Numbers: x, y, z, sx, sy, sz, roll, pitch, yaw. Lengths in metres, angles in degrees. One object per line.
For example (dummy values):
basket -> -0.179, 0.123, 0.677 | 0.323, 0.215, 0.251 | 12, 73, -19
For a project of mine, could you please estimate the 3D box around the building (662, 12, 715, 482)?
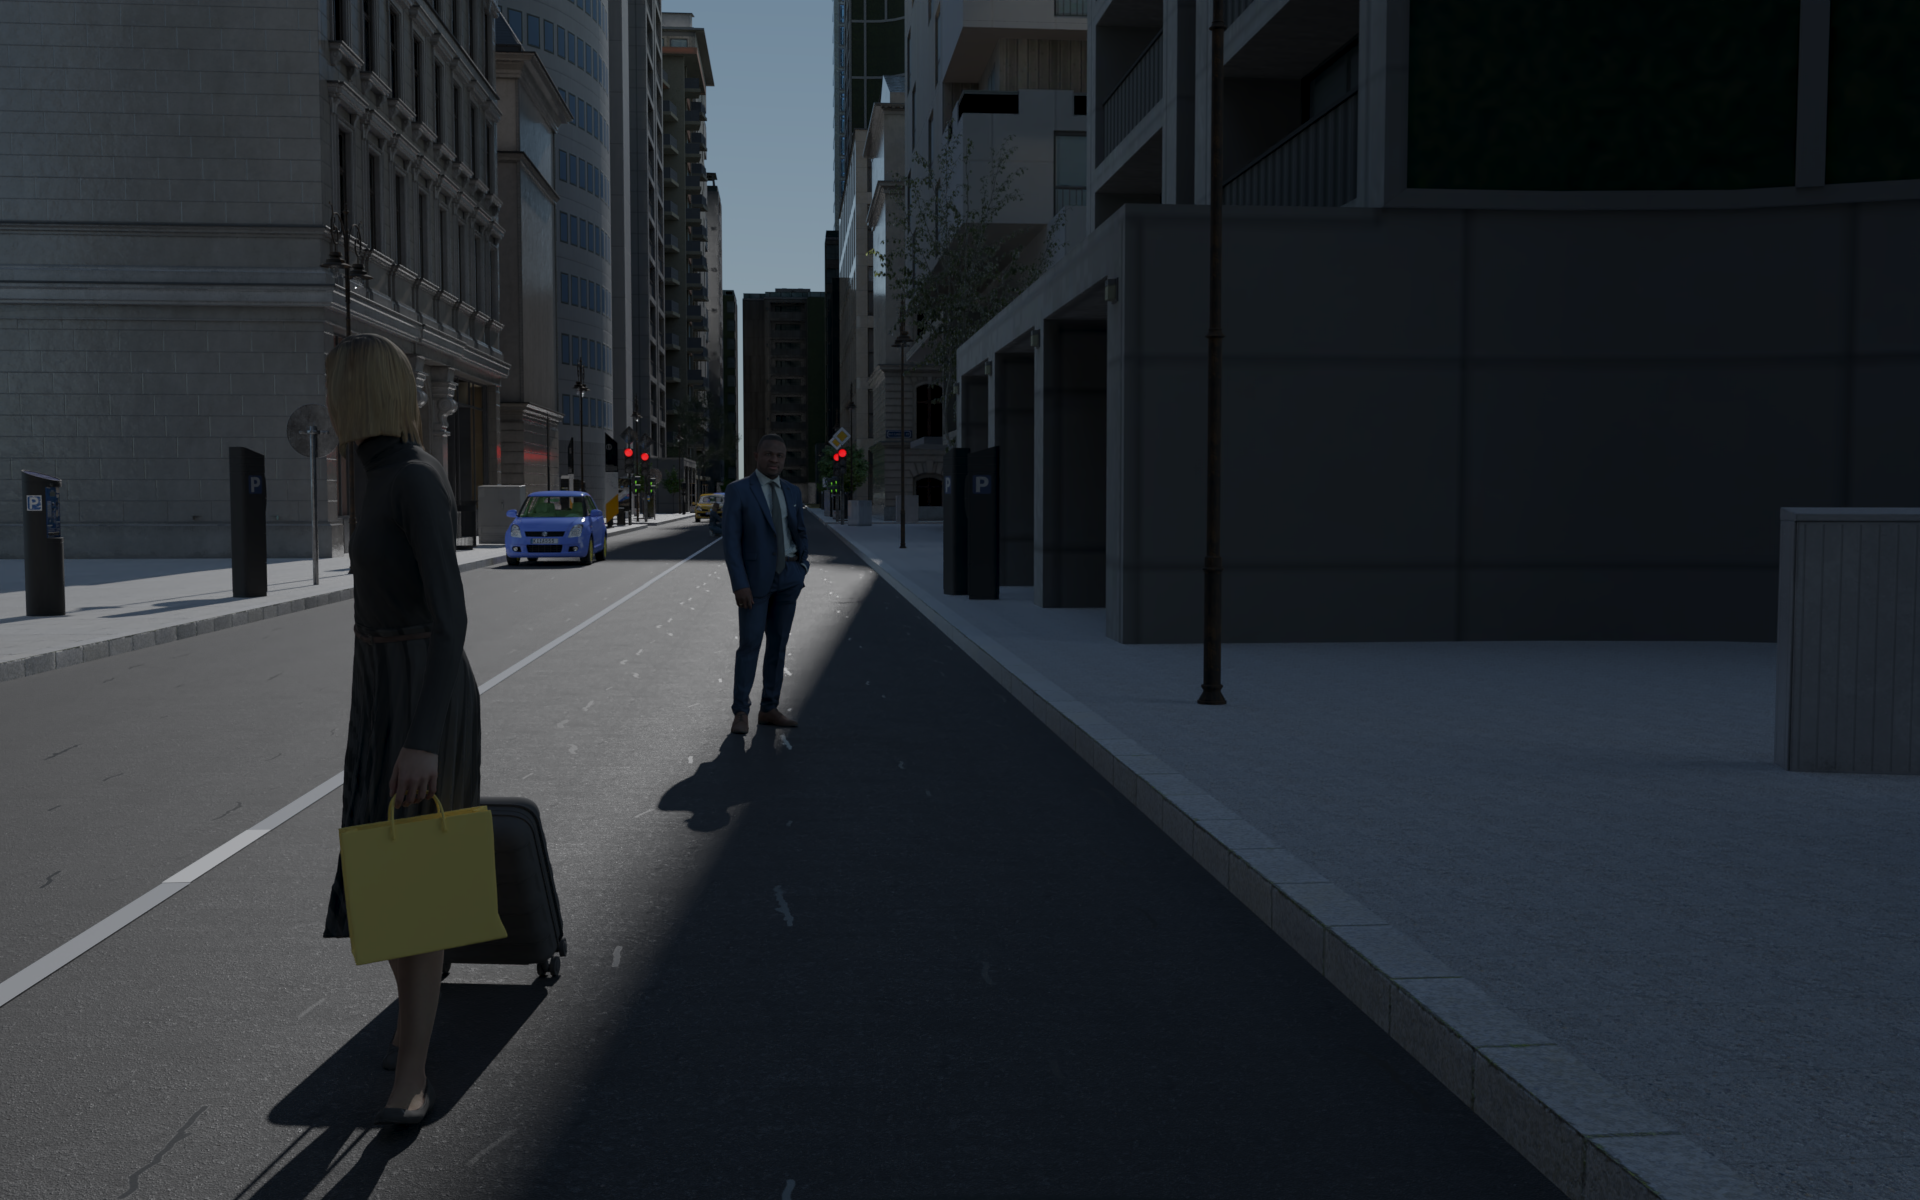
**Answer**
building -> -42.333, -37.017, 194.474 | 28.713, 52.752, 27.495 | 0, 4, -6

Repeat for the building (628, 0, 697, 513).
building -> -29.659, -41.902, 123.349 | 20.563, 71.187, 20.611 | 0, 4, -6

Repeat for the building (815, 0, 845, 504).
building -> -6.593, -55.089, 213.381 | 22.319, 86.520, 31.000 | 0, 4, -6

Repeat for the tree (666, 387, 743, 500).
tree -> -22.273, -13.136, 149.178 | 8.767, 10.594, 7.601 | 2, 4, 27

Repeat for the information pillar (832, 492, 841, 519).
information pillar -> -6.267, -5.101, 87.888 | 0.304, 2.012, 0.304 | 2, 4, 30

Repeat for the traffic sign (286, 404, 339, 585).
traffic sign -> -9.100, -1.486, 24.399 | 0.768, 2.556, 0.104 | 0, 4, 0

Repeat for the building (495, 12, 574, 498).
building -> -24.501, -12.160, 63.442 | 19.286, 19.102, 10.561 | 0, 4, -6

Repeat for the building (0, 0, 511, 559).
building -> -17.097, -11.255, 34.933 | 10.553, 20.767, 40.483 | 0, 4, -6

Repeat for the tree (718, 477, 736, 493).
tree -> -26.419, -12.237, 194.682 | 1.663, 3.219, 1.824 | 0, 3, 0

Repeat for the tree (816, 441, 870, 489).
tree -> -6.781, -7.182, 101.140 | 4.285, 4.588, 4.351 | 0, 3, 0

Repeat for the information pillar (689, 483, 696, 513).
information pillar -> -18.059, -6.879, 116.958 | 0.304, 2.012, 0.304 | -3, 4, -37

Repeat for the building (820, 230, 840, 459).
building -> -7.943, -25.688, 191.701 | 14.160, 30.474, 14.107 | 0, 4, -6

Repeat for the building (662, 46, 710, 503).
building -> -35.744, -31.333, 166.920 | 22.147, 44.769, 28.867 | 0, 4, -6

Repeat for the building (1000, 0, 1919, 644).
building -> 11.100, -35.465, 18.112 | 20.563, 71.187, 20.611 | 0, 4, -6

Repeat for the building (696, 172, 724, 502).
building -> -37.309, -32.854, 220.761 | 14.086, 41.232, 14.154 | 0, 4, -6

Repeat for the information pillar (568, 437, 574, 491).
information pillar -> -16.065, -4.905, 71.549 | 0.183, 3.616, 0.504 | -2, 4, -32

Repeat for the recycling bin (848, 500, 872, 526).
recycling bin -> -4.039, -3.504, 69.848 | 0.722, 1.027, 0.722 | -3, 5, -43

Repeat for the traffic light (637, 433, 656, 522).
traffic light -> -14.373, -5.527, 79.282 | 0.839, 4.253, 0.868 | 0, 4, -6

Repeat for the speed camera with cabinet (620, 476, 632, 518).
speed camera with cabinet -> -17.601, -5.900, 90.798 | 0.660, 3.252, 2.038 | -1, 4, -18

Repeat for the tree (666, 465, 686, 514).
tree -> -18.764, -7.289, 113.773 | 1.663, 3.219, 1.824 | 0, 3, 0

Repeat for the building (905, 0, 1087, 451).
building -> 12.363, -28.664, 57.901 | 28.713, 52.752, 27.495 | 0, 4, -6

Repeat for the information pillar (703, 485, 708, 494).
information pillar -> -19.987, -8.038, 135.907 | 0.304, 2.012, 0.304 | 1, 4, 21

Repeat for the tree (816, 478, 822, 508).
tree -> -8.491, -7.341, 114.625 | 1.663, 3.219, 1.824 | 0, 3, 0

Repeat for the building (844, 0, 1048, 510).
building -> -3.202, -44.970, 173.512 | 20.563, 71.187, 20.611 | 0, 4, -6

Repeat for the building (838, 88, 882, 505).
building -> 1.599, -19.454, 122.591 | 19.350, 26.468, 34.151 | 0, 4, -6

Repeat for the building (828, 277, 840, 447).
building -> -4.870, -19.415, 147.118 | 12.332, 23.373, 15.834 | 0, 4, -6

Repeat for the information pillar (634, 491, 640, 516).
information pillar -> -18.555, -5.802, 99.361 | 0.304, 2.012, 0.304 | 0, 4, -4

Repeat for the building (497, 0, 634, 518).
building -> -29.371, -33.579, 91.008 | 21.231, 58.520, 28.212 | 0, 4, -6

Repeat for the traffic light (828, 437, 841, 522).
traffic light -> -5.705, -5.579, 80.145 | 0.839, 4.253, 0.868 | 0, 4, -6

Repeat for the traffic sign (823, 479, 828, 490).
traffic sign -> -8.039, -6.306, 105.229 | 0.606, 2.300, 0.079 | 0, 4, -3

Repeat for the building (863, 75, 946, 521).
building -> 12.727, -16.481, 88.553 | 34.723, 24.649, 14.460 | 0, 4, -6

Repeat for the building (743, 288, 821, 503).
building -> -23.845, -29.034, 246.400 | 14.107, 30.474, 14.160 | 0, 4, -6

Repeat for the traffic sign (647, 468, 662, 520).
traffic sign -> -15.127, -5.238, 85.746 | 0.768, 2.556, 0.104 | 0, 4, 3

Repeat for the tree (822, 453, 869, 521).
tree -> -5.372, -5.363, 82.279 | 1.663, 3.219, 1.824 | 0, 3, 0

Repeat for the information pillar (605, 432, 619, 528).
information pillar -> -13.168, -4.530, 65.414 | 0.504, 3.616, 0.183 | -1, 4, -14

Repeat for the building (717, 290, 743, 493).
building -> -38.370, -28.899, 244.193 | 14.107, 30.474, 14.160 | 0, 4, -6

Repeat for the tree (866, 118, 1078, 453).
tree -> 0.151, -5.179, 35.047 | 4.360, 8.622, 3.978 | 0, 3, 0

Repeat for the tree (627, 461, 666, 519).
tree -> -16.225, -5.753, 88.657 | 1.663, 3.219, 1.824 | 0, 3, 0
